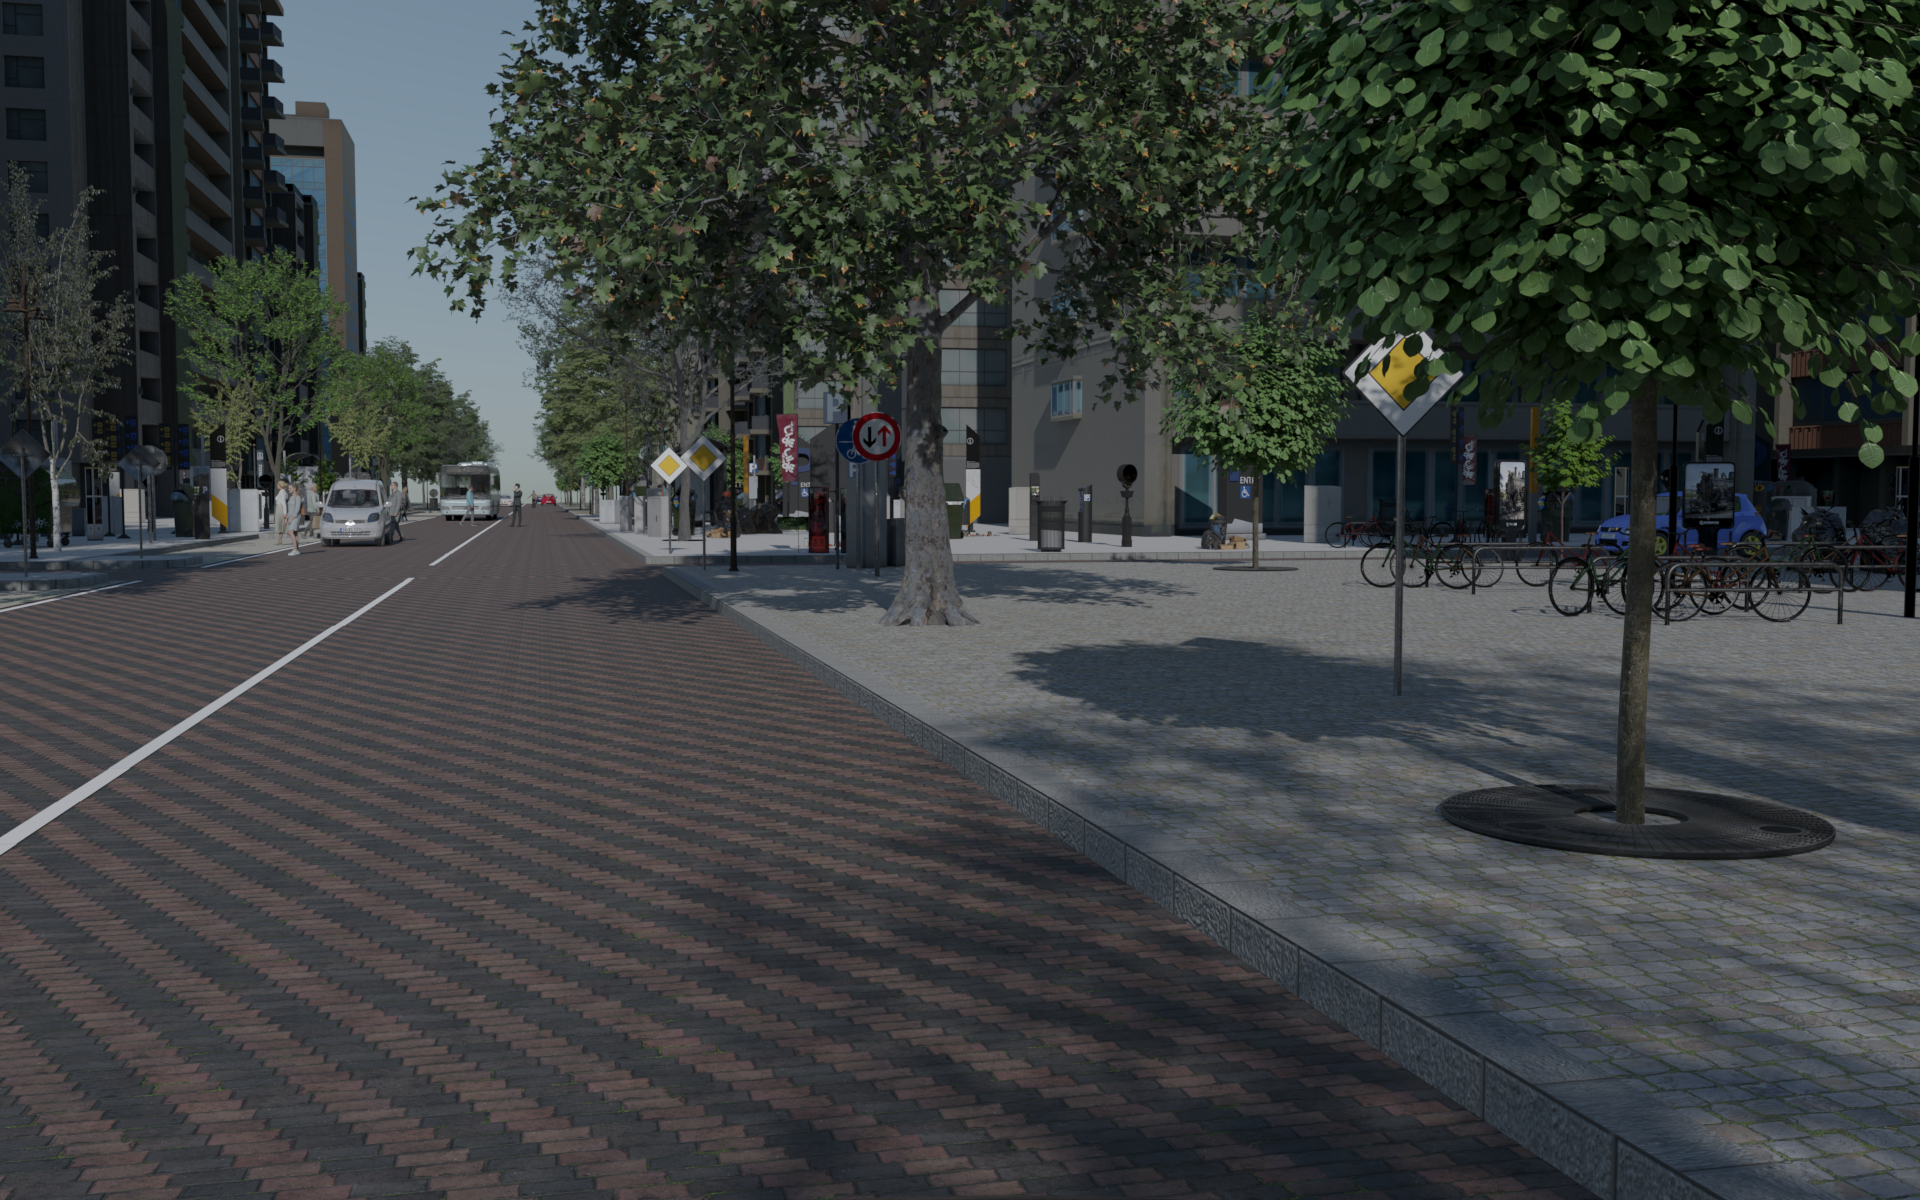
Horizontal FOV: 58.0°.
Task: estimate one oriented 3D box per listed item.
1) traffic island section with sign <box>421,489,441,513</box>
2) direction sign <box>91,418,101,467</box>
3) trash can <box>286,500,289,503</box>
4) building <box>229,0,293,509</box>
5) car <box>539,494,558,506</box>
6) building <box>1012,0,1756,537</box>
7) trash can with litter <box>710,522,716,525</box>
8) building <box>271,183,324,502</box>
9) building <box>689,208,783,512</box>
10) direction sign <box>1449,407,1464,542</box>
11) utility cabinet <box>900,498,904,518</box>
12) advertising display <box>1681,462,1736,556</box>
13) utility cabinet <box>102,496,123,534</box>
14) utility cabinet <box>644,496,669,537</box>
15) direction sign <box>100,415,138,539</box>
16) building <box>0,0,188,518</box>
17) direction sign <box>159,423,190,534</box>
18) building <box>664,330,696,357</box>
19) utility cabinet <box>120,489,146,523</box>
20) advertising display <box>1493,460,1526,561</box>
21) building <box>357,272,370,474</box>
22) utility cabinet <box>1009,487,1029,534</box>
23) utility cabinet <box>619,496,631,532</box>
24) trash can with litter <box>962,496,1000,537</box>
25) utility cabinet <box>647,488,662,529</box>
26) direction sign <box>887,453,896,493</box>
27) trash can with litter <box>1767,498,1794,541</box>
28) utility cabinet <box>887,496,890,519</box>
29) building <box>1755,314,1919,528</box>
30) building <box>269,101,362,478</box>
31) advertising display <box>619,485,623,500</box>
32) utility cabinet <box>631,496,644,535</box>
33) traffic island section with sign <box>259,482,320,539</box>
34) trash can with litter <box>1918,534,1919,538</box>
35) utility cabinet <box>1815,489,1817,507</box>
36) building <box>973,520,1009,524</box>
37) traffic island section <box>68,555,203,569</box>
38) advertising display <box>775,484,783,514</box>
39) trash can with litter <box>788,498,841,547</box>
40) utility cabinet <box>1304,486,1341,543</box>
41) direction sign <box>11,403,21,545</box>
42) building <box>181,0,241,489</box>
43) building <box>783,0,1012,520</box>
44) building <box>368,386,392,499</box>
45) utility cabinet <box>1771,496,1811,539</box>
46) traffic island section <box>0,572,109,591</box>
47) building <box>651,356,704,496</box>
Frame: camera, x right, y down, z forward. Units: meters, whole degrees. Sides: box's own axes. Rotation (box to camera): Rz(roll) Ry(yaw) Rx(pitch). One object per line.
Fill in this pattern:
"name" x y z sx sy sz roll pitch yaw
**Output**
"traffic island section with sign" -39.772 -7.491 131.105 1.989 1.847 2.006 -1 4 -14
"direction sign" -25.669 -3.681 52.181 0.379 3.537 0.876 3 4 37
"trash can" -29.412 -3.952 76.261 0.748 1.137 0.748 0 3 0
"building" -65.749 -29.481 136.639 22.147 44.769 28.867 -1 4 -14
"car" -49.722 -12.244 209.227 2.155 1.783 4.494 -1 4 -14
"building" 13.204 -26.870 63.033 21.600 48.544 21.300 -1 4 -14
"trash can with litter" -10.123 -3.723 72.258 0.624 1.170 1.055 0 4 1
"building" -66.787 -23.681 158.890 14.160 30.474 14.107 -1 4 -14
"building" -14.075 -31.146 163.857 22.147 44.769 28.867 -1 4 -14
"direction sign" 12.863 -3.235 44.883 0.379 3.537 0.876 3 4 37
"utility cabinet" -1.741 -3.576 67.143 1.173 1.500 0.318 -2 4 -30
"advertising display" 14.935 -1.796 34.572 0.974 1.923 0.123 1 4 13
"utility cabinet" -27.186 -2.717 55.581 0.306 1.237 1.020 -3 5 -43
"utility cabinet" -8.991 -2.474 51.603 0.306 1.237 1.020 -2 4 -33
"direction sign" -24.090 -3.535 49.797 0.876 3.537 0.379 -3 5 -41
"building" -49.314 -19.524 90.923 14.160 30.474 14.107 -1 4 -14
"direction sign" -25.199 -3.891 55.616 0.876 3.537 0.379 -2 4 -30
"building" -31.593 -34.722 259.578 32.217 40.220 23.993 -1 4 -14
"utility cabinet" -36.684 -4.160 76.698 1.173 1.500 0.318 1 4 14
"advertising display" 10.386 -1.683 32.739 0.974 1.923 0.123 -3 5 -42
"building" -81.586 -27.119 215.098 14.160 30.474 14.107 -1 4 -14
"utility cabinet" 2.000 -2.840 55.109 0.318 1.500 1.173 3 4 36
"utility cabinet" -11.516 -2.971 59.739 0.306 1.237 1.020 0 4 -4
"trash can with litter" 0.459 -2.538 52.546 2.233 1.210 1.678 -3 5 -40
"utility cabinet" -10.919 -3.249 61.800 0.318 1.500 1.173 -1 4 -22
"direction sign" -3.262 -5.251 77.856 0.876 3.537 0.379 2 4 25
"trash can with litter" 22.374 -2.195 47.274 0.624 1.170 1.055 2 4 33
"utility cabinet" -2.845 -2.893 58.470 1.020 1.237 0.306 -3 5 -40
"building" 46.037 -25.329 68.753 28.867 44.769 22.147 -1 4 -14
"building" -77.834 -33.695 201.016 14.600 45.320 14.200 -1 4 -14
"advertising display" -20.220 -6.037 103.915 0.123 1.923 0.974 0 4 8
"utility cabinet" -10.230 -2.701 55.324 0.306 1.237 1.020 0 4 -6
"traffic island section with sign" -21.688 -2.926 56.467 1.989 1.847 2.006 -1 4 -14
"trash can with litter" 27.944 -2.411 50.483 1.678 1.210 2.233 -3 5 -44
"utility cabinet" 31.102 -3.339 63.271 0.318 1.500 1.173 2 4 30
"building" 4.216 -24.341 81.575 14.154 41.232 14.086 -1 4 -14
"traffic island section" -16.385 -0.755 34.627 2.009 0.180 2.903 -1 4 -14
"advertising display" -11.661 -6.532 112.003 0.123 1.923 0.974 -3 4 -37
"trash can with litter" -2.957 -1.911 42.302 2.233 1.210 1.678 1 4 14
"utility cabinet" 9.548 -2.255 45.541 1.173 1.500 0.318 -3 5 -40
"direction sign" -23.599 -3.137 43.288 0.379 3.537 0.876 -2 4 -25
"building" -60.159 -29.856 111.847 21.300 48.544 21.600 -1 4 -14
"building" -3.747 -25.611 102.333 14.154 41.232 14.086 -1 4 -14
"building" -92.968 -23.848 234.948 27.650 21.520 28.899 -1 4 -14
"utility cabinet" 23.669 -2.336 49.357 0.306 1.237 1.020 -3 4 -36
"traffic island section" -14.505 -0.280 26.865 2.009 0.180 2.903 -1 4 -14
"building" -27.488 -23.789 233.982 27.650 21.520 28.899 -1 4 -14
